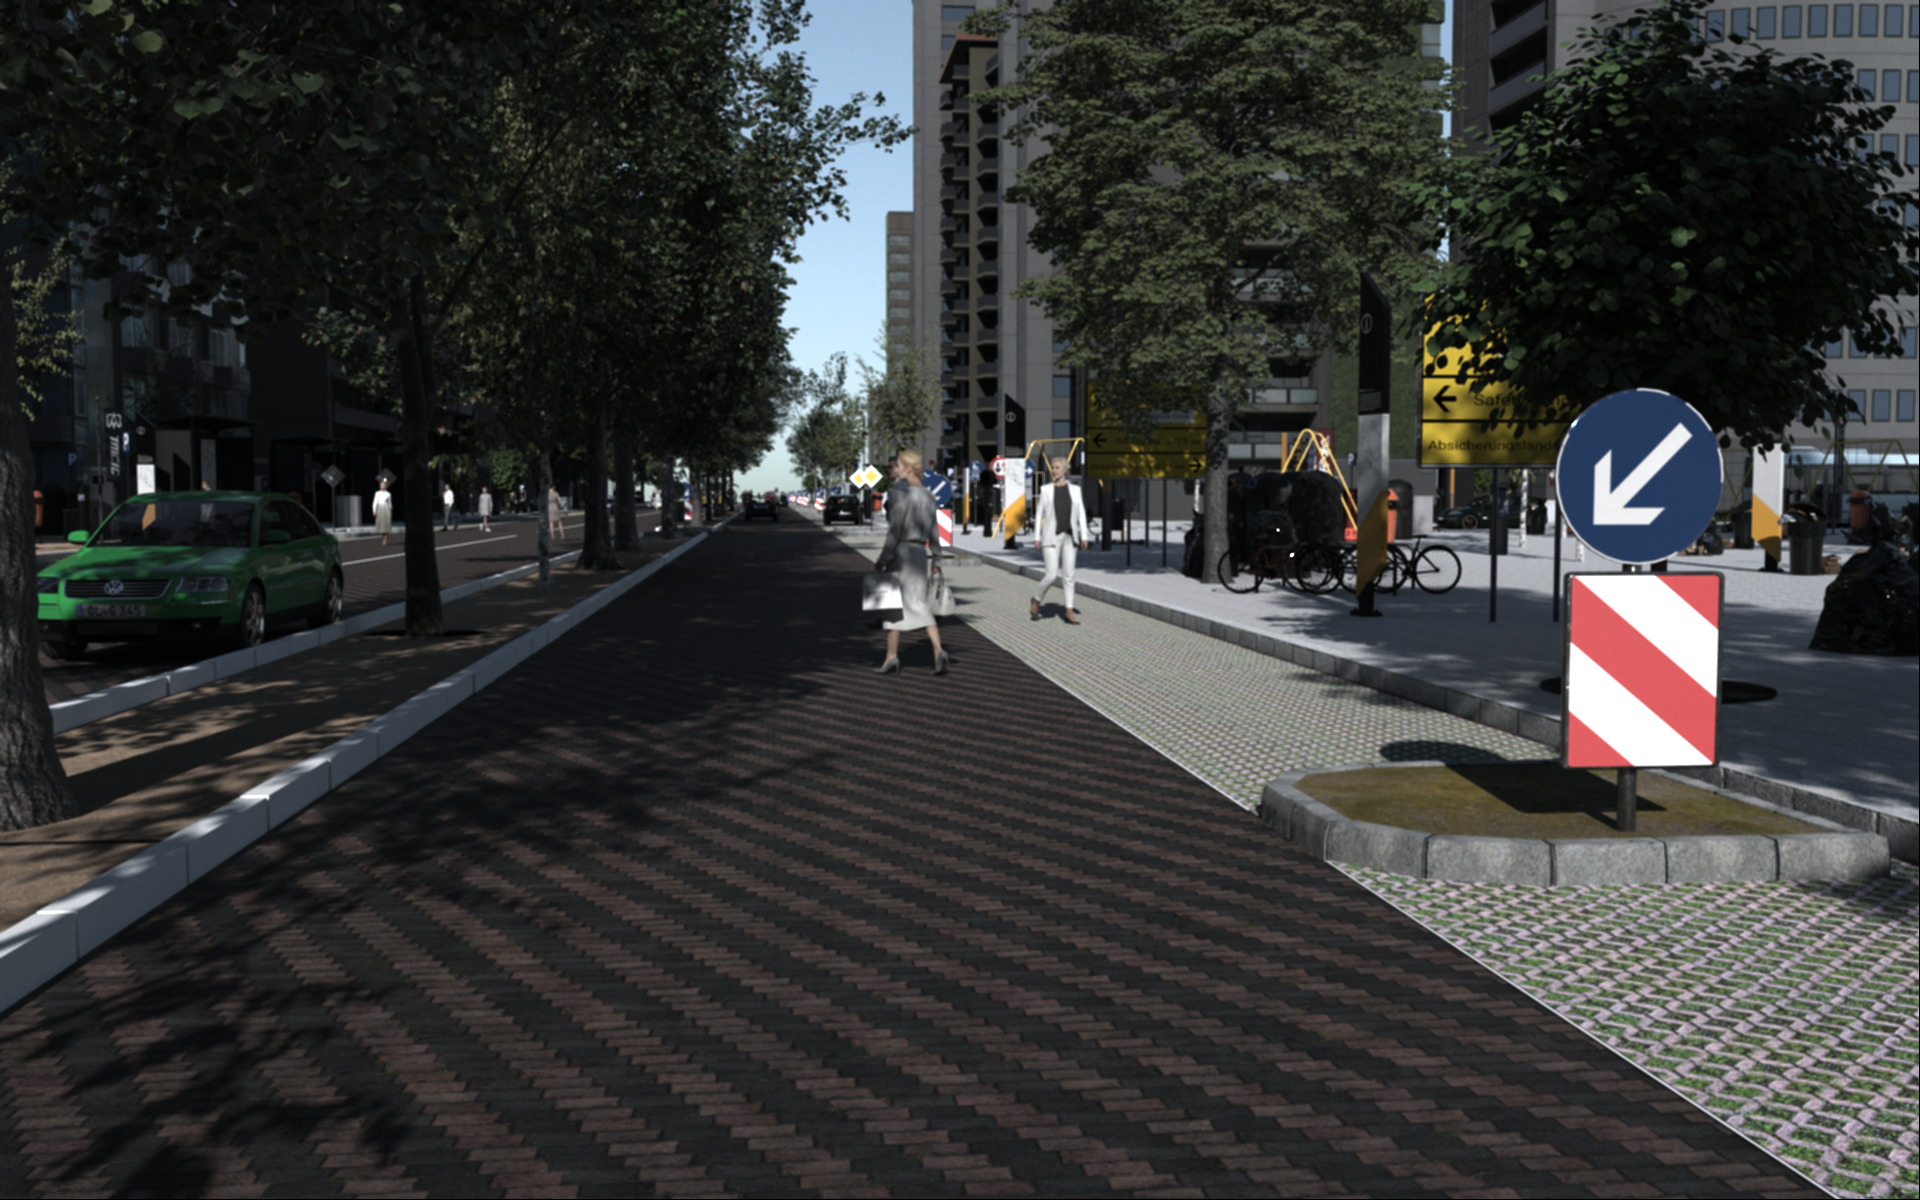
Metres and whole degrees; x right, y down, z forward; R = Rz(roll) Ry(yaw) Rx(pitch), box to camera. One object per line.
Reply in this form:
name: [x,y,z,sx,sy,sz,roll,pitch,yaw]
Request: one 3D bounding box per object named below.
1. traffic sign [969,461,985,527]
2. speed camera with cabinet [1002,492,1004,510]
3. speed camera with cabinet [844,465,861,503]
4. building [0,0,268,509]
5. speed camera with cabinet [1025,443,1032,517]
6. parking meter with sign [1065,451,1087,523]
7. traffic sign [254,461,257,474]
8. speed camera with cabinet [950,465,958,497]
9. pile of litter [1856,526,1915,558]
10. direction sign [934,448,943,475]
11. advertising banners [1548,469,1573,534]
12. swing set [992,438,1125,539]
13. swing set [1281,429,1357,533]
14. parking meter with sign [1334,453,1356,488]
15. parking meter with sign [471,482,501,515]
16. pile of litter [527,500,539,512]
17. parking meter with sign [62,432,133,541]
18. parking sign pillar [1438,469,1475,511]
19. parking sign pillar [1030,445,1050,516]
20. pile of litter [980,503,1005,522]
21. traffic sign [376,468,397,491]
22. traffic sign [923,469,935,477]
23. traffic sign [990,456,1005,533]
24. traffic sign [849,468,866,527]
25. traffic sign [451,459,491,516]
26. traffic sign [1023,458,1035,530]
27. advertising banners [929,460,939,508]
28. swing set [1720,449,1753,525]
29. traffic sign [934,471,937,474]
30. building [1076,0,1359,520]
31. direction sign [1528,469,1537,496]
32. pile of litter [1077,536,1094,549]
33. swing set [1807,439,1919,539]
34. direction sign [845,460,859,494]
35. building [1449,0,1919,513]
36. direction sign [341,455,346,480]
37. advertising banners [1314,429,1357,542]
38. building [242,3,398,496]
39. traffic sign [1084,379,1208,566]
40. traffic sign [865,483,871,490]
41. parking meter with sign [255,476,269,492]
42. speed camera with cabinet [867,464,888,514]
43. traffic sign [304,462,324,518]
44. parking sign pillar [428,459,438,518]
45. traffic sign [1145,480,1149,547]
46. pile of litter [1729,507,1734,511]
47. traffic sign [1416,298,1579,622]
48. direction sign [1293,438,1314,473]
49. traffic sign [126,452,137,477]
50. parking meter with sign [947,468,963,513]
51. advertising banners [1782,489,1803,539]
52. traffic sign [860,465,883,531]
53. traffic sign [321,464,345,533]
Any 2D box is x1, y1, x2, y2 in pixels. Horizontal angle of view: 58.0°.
traffic sign: [0.605,-4.119,67.450,0.768,2.556,0.104,0,4,3]
speed camera with cabinet: [3.307,-7.163,111.447,2.038,3.252,0.660,-3,5,-44]
speed camera with cabinet: [-7.459,-7.610,118.759,0.660,3.252,2.038,0,4,5]
building: [-49.977,-28.579,86.872,23.786,49.044,30.456,0,4,-6]
speed camera with cabinet: [3.168,-4.477,67.528,2.038,3.252,0.660,-2,4,-27]
parking meter with sign: [4.546,-4.521,70.178,1.738,3.016,0.543,-3,5,-44]
traffic sign: [-23.621,-3.494,57.240,0.768,2.556,0.104,0,4,2]
speed camera with cabinet: [-0.450,-7.715,120.472,0.660,3.252,2.038,0,4,3]
pile of litter: [18.821,-1.295,35.145,1.176,0.858,1.719,3,5,43]
direction sign: [-0.996,-5.773,86.384,0.379,3.537,0.876,1,4,17]
advertising banners: [19.616,-3.618,55.341,0.090,3.025,2.074,-3,4,-36]
swing set: [2.743,-3.184,49.674,2.862,2.851,3.119,-2,4,-23]
swing set: [8.702,-2.770,42.909,2.862,2.851,3.119,1,4,17]
parking meter with sign: [15.767,-4.693,72.985,1.738,3.016,0.543,-1,4,-17]
parking meter with sign: [-28.940,-6.689,105.632,1.738,3.016,0.543,0,3,0]
pile of litter: [-30.651,-6.707,123.626,1.719,0.858,1.176,-1,4,-11]
parking meter with sign: [-23.992,-3.176,48.184,0.543,3.016,1.738,3,5,44]
parking sign pillar: [21.354,-5.242,74.173,1.447,3.967,1.447,0,4,4]
parking sign pillar: [4.598,-6.533,95.284,1.447,3.967,1.447,0,4,-6]
pile of litter: [1.415,-4.092,80.862,1.719,0.858,1.176,0,4,4]
traffic sign: [-21.647,-3.775,65.369,0.795,2.450,0.064,0,4,-6]
traffic sign: [-1.644,-5.451,89.232,0.768,2.556,0.104,0,4,1]
traffic sign: [1.372,-3.524,57.726,0.768,2.556,0.104,0,4,-3]
traffic sign: [-3.906,-3.892,67.282,0.795,2.450,0.064,0,4,-6]
traffic sign: [-28.519,-6.550,100.971,2.265,3.308,0.079,0,4,-4]
traffic sign: [2.265,-3.724,60.991,0.768,2.556,0.104,0,4,-2]
advertising banners: [-1.064,-5.788,90.824,0.090,3.025,2.074,2,4,33]
swing set: [27.309,-3.861,60.750,2.862,2.851,3.119,0,4,-8]
traffic sign: [-1.489,-5.829,95.411,0.768,2.556,0.104,0,4,3]
building: [13.766,-25.524,100.904,14.154,41.232,14.086,0,4,-6]
direction sign: [24.068,-4.954,72.996,0.876,3.537,0.379,-3,5,-43]
pile of litter: [2.661,-1.659,41.098,1.176,0.858,1.719,2,4,30]
swing set: [26.504,-3.264,50.984,2.862,2.851,3.119,0,4,-6]
direction sign: [-7.150,-7.502,114.649,0.876,3.537,0.379,0,4,0]
building: [42.948,-33.606,91.462,28.212,58.520,21.231,0,4,-6]
direction sign: [-35.100,-6.562,99.290,0.876,3.537,0.379,1,4,20]
advertising banners: [10.479,-3.058,46.194,2.074,3.025,0.090,1,4,17]
building: [-52.796,-30.400,120.747,21.300,48.544,21.600,0,4,-6]
traffic sign: [3.317,-2.251,30.670,2.265,3.308,0.079,0,4,-4]
traffic sign: [-5.292,-6.231,101.976,0.768,2.556,0.104,0,4,-3]
parking meter with sign: [-30.164,-4.789,74.561,1.738,3.016,0.543,1,4,22]
speed camera with cabinet: [-5.363,-7.256,112.979,0.660,3.252,2.038,-2,4,-28]
traffic sign: [-25.703,-4.209,68.921,0.768,2.556,0.104,0,4,-1]
parking sign pillar: [-29.139,-6.465,94.181,1.447,3.967,1.447,1,4,15]
traffic sign: [4.526,-2.553,41.844,0.768,2.556,0.104,0,4,3]
pile of litter: [26.000,-2.689,57.923,1.176,0.858,1.719,-3,5,-41]
traffic sign: [5.665,-1.431,17.272,2.265,3.308,0.079,0,4,-2]
direction sign: [13.859,-4.766,69.925,0.876,3.537,0.379,2,4,32]
traffic sign: [-24.526,-3.159,51.754,0.768,2.556,0.104,0,4,-1]
parking meter with sign: [-0.138,-7.404,117.309,0.543,3.016,1.738,2,4,35]
advertising banners: [23.850,-3.291,49.991,0.090,3.025,2.074,0,4,3]
traffic sign: [-3.037,-3.407,59.344,0.795,2.450,0.064,0,4,-6]
traffic sign: [-20.778,-3.290,57.431,0.795,2.450,0.064,0,4,-6]
